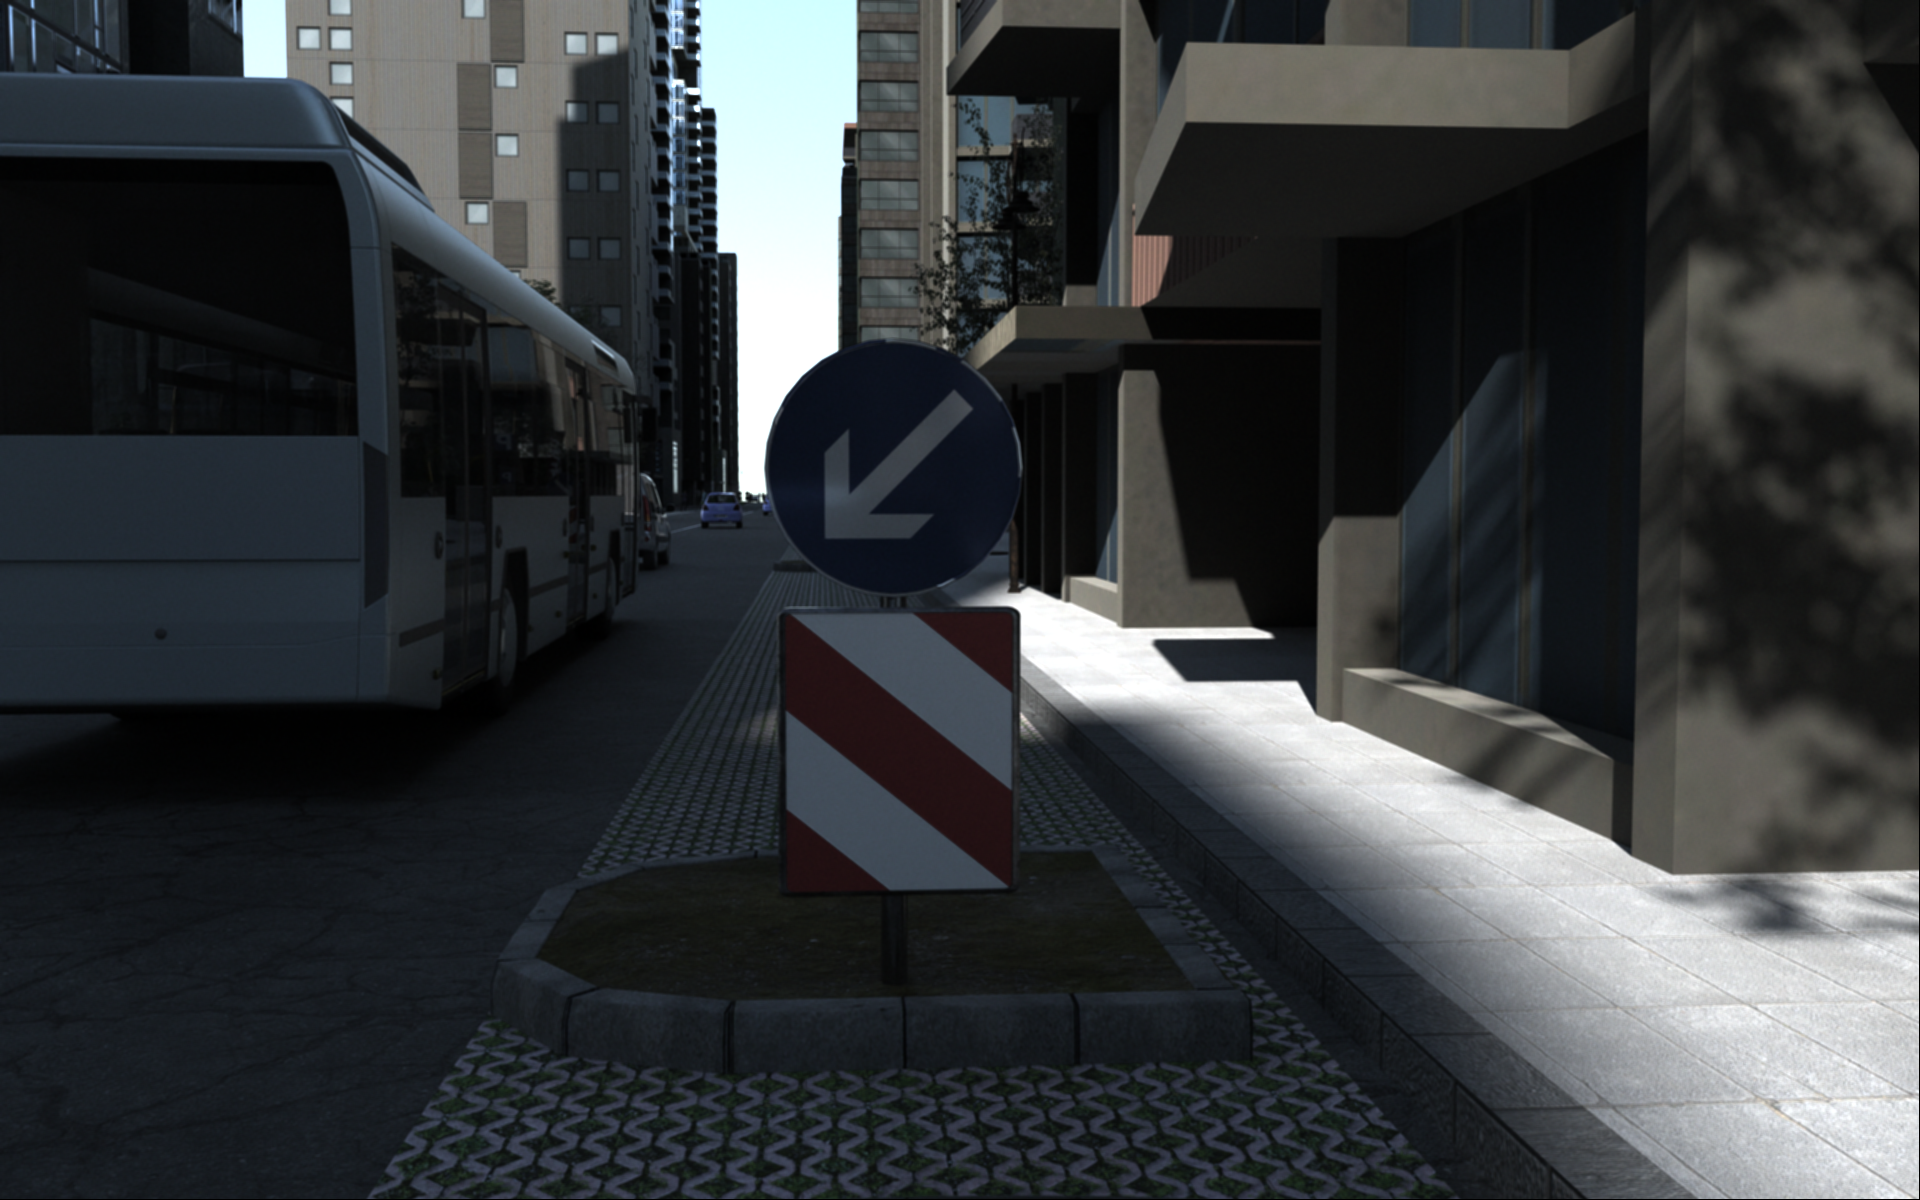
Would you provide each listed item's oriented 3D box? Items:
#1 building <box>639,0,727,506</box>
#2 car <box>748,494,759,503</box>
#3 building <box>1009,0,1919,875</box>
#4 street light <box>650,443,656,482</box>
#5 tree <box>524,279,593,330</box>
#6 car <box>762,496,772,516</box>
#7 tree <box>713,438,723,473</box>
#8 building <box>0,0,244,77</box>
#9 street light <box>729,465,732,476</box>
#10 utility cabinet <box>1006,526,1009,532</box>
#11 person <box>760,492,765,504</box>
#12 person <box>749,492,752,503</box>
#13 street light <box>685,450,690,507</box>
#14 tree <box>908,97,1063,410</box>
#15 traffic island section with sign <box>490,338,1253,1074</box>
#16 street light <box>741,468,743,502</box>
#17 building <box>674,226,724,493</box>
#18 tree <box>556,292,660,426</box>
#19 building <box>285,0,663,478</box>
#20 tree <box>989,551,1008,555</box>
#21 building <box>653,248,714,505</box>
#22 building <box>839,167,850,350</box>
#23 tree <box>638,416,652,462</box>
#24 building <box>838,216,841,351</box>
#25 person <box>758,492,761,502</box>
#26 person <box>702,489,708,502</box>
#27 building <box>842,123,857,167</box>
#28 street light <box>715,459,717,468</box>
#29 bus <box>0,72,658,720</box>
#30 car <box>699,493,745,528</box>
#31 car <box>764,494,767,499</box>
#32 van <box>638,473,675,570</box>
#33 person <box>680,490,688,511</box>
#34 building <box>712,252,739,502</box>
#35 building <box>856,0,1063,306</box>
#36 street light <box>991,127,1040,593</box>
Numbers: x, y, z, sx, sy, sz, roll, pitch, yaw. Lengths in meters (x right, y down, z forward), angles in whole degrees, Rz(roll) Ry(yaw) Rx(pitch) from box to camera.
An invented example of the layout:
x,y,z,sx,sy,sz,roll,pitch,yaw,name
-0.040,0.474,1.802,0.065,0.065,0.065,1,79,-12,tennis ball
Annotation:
x,y,z,sx,sy,sz,roll,pitch,yaw,name
-46.356,-57.976,260.585,22.319,86.520,31.000,0,4,-5,building
-34.616,-17.029,290.428,2.014,1.417,4.499,0,4,-5,car
11.332,-21.950,13.501,22.147,44.769,28.867,0,4,-5,building
-24.990,-10.304,141.264,0.468,5.910,1.993,0,4,-5,street light
-22.456,-10.645,92.165,7.486,12.596,7.792,0,3,0,tree
-12.386,-6.564,116.907,1.945,1.707,3.694,0,4,-4,car
-31.513,-16.256,216.152,4.737,8.622,4.395,0,3,0,tree
-33.342,-44.801,45.166,31.000,86.520,22.319,0,4,-5,building
-34.418,-17.574,260.129,0.468,5.910,1.993,0,4,-5,street light
1.528,-3.008,57.857,1.173,1.500,0.318,1,4,20,utility cabinet
-29.615,-15.311,259.366,0.750,1.759,0.617,-2,4,-32,person
-32.389,-15.824,268.146,0.541,1.710,0.530,0,4,-2,person
-27.860,-12.479,176.820,0.468,5.910,1.993,0,4,-5,street light
0.961,-4.970,31.620,4.360,8.622,3.978,0,3,0,tree
-0.331,0.209,5.213,1.989,1.847,2.006,0,4,-5,traffic island section with sign
-37.235,-19.746,295.626,0.468,5.910,1.993,0,4,-5,street light
-48.509,-33.149,233.863,32.217,40.220,23.993,0,4,-5,building
-23.284,-11.869,104.435,12.009,13.543,11.850,0,3,0,tree
-40.931,-34.379,151.331,28.713,52.752,27.495,0,4,-5,building
0.647,-2.586,36.879,1.663,3.219,1.824,0,3,0,tree
-36.642,-26.454,204.216,14.160,30.474,14.107,0,4,-5,building
-3.673,-23.519,156.239,14.160,30.474,14.107,0,4,-5,building
-24.295,-10.678,124.948,4.360,8.622,3.978,0,3,0,tree
-11.010,-35.045,256.571,14.154,41.232,14.086,0,4,-5,building
-34.476,-17.637,296.731,0.599,1.838,0.709,1,4,10,person
-18.566,-7.207,126.352,0.620,1.820,0.660,1,4,16,person
-2.694,-33.525,202.754,22.147,44.769,28.867,0,4,-5,building
-31.695,-15.416,224.838,0.468,5.910,1.993,0,4,-5,street light
-4.437,-1.183,14.199,2.948,3.499,13.247,0,4,-5,bus
-10.125,-3.922,73.723,1.945,1.707,3.694,0,4,-6,car
-29.018,-15.632,264.627,2.155,1.783,4.494,0,4,-5,car
-6.681,-1.660,34.145,2.013,2.044,4.112,0,4,-4,van
-23.016,-8.281,144.343,0.683,1.767,0.568,-1,4,-14,person
-43.854,-36.772,284.819,14.154,41.232,14.086,0,4,-5,building
1.206,-19.919,97.381,14.160,30.474,14.107,0,4,-5,building
0.705,-3.032,22.357,0.468,5.910,1.993,0,4,-5,street light
